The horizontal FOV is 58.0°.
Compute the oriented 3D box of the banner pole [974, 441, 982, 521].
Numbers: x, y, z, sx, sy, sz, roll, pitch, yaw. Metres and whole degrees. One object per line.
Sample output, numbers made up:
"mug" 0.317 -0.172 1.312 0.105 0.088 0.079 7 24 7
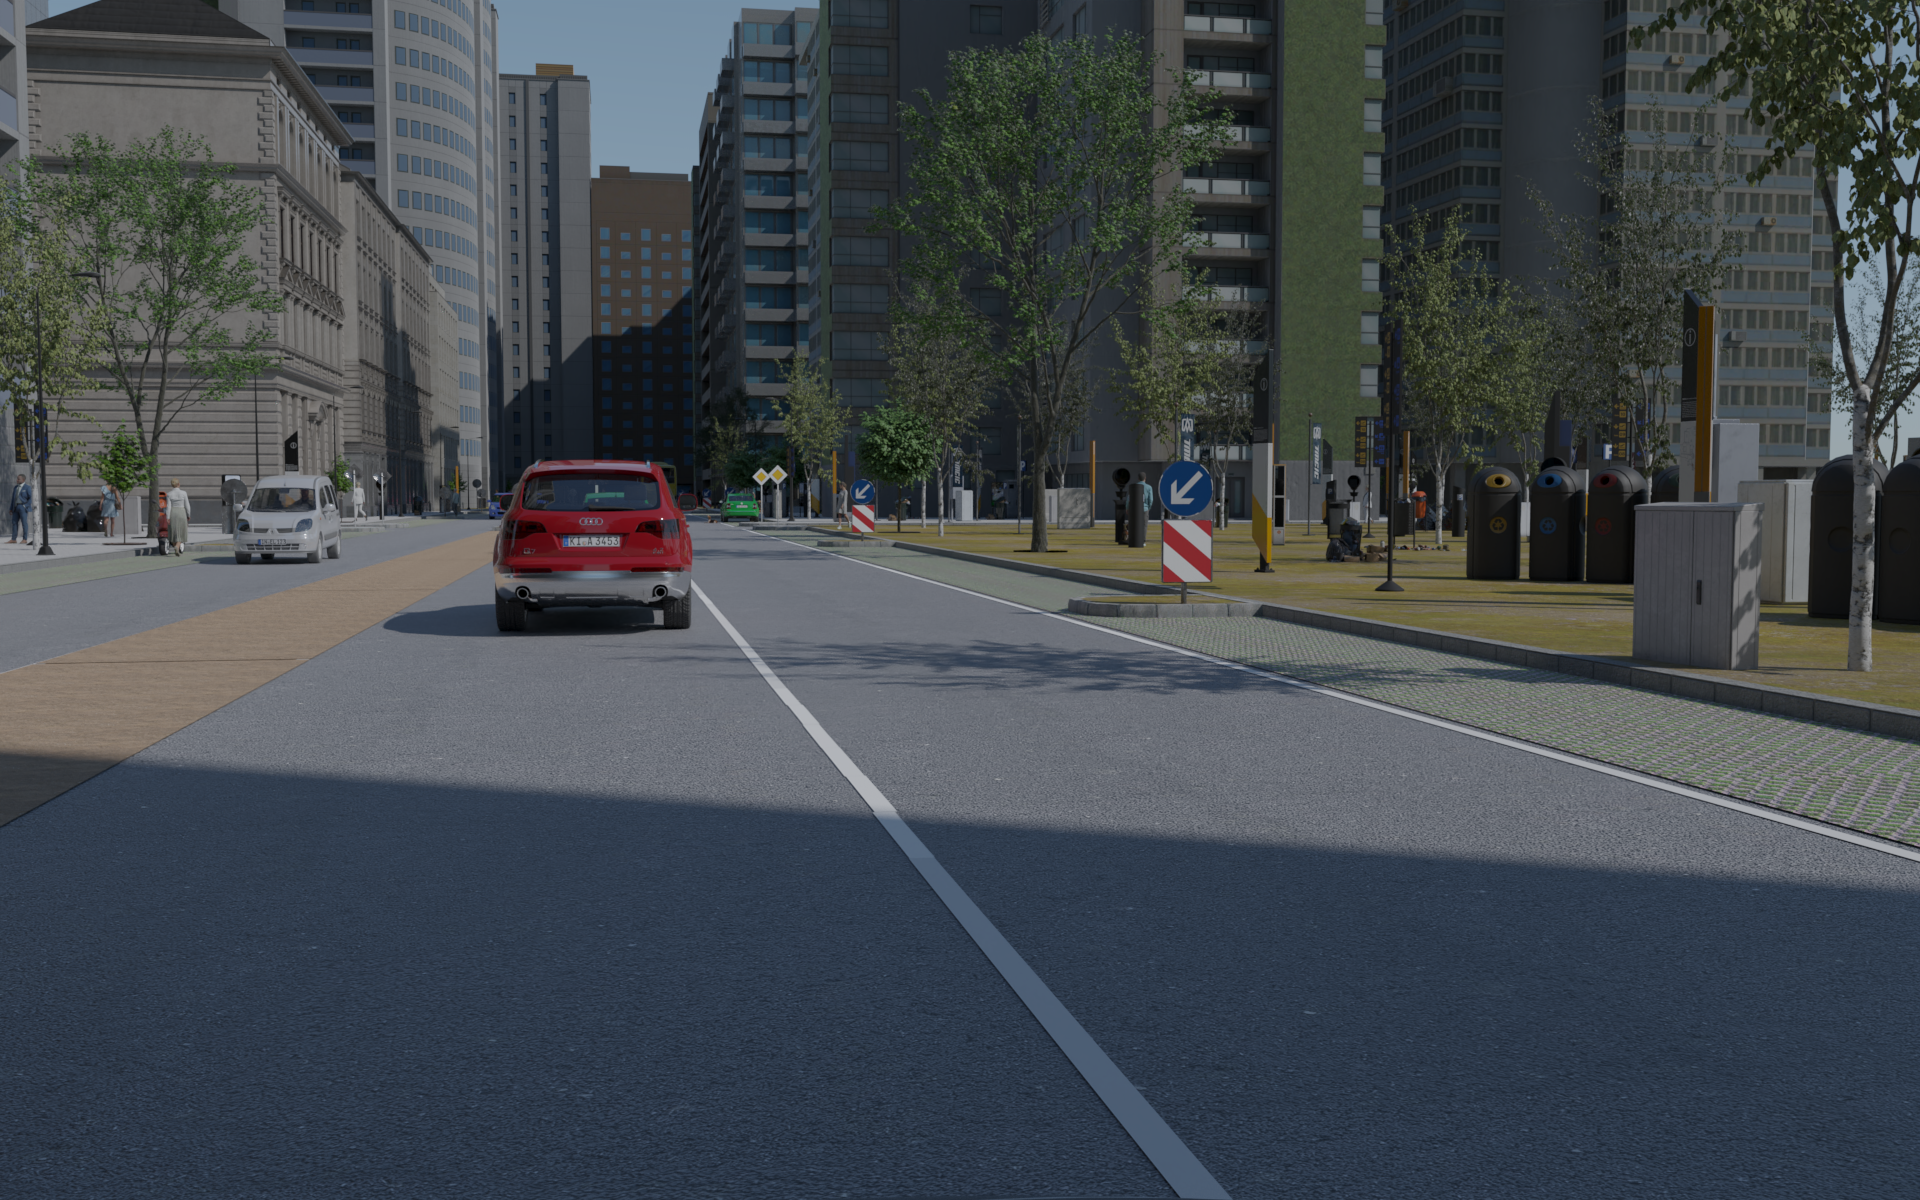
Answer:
"banner pole" 0.894 -5.609 81.716 0.401 3.779 0.863 -1 4 -22

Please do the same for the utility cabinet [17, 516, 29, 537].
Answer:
"utility cabinet" -28.588 -2.543 52.736 0.306 1.237 1.020 -1 4 -23

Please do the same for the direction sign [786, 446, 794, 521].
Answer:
"direction sign" -8.003 -5.490 81.755 0.379 3.537 0.876 -2 4 -28

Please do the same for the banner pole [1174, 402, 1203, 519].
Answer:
"banner pole" 6.098 -3.513 47.461 0.863 3.779 0.401 -2 4 -30

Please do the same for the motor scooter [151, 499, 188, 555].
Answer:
"motor scooter" -18.619 -1.721 40.912 0.815 1.314 1.986 -1 4 -11

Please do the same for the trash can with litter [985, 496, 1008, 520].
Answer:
"trash can with litter" 1.815 -4.558 85.910 1.055 1.170 0.624 -2 4 -30

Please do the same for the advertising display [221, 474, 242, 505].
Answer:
"advertising display" -23.789 -3.142 56.590 0.123 1.923 0.974 0 4 7

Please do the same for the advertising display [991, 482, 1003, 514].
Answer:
"advertising display" 2.074 -5.259 91.202 0.974 1.923 0.123 3 4 36

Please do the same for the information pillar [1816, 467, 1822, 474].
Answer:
"information pillar" 50.198 -6.718 101.190 0.504 3.616 0.183 1 4 14

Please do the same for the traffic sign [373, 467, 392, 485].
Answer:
"traffic sign" -24.713 -4.395 74.054 0.795 2.593 0.064 -1 4 -11

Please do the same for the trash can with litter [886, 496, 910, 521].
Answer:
"trash can with litter" -2.951 -4.352 82.537 1.055 1.170 0.624 -3 4 -38

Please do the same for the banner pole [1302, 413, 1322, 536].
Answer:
"banner pole" 10.946 -3.888 53.592 0.401 3.779 0.863 3 5 45

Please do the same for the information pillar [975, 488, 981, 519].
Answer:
"information pillar" 0.960 -6.066 90.539 0.183 3.616 0.504 1 4 19

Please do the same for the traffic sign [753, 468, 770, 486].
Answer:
"traffic sign" -8.822 -4.586 77.170 0.795 2.593 0.064 -1 4 -11

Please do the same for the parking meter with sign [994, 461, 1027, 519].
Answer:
"parking meter with sign" 2.595 -5.718 89.745 1.738 3.016 0.543 -2 4 -32

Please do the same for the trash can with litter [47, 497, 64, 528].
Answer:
"trash can with litter" -33.610 -3.249 64.500 0.624 1.170 1.055 0 4 4

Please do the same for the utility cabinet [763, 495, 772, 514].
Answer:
"utility cabinet" -11.884 -5.986 109.026 1.020 1.237 0.306 1 4 12

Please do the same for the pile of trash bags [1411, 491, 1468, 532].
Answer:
"pile of trash bags" 16.685 -3.102 60.466 1.912 1.369 3.447 3 5 41

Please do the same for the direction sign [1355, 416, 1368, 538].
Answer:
"direction sign" 11.966 -3.584 50.591 0.876 3.537 0.379 0 4 5

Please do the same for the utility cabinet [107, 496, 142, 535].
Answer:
"utility cabinet" -26.583 -2.682 55.014 1.020 1.237 0.306 0 4 -4

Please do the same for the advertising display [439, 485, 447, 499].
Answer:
"advertising display" -37.513 -7.371 125.724 0.123 1.923 0.974 0 4 7

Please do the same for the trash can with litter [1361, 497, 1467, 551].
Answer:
"trash can with litter" 10.452 -1.741 39.525 2.233 1.210 1.678 3 5 41

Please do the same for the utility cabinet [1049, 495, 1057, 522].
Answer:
"utility cabinet" 4.615 -4.188 79.633 1.020 1.237 0.306 -1 4 -18

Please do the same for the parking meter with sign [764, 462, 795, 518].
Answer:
"parking meter with sign" -9.808 -5.969 93.862 1.738 3.016 0.543 2 4 26

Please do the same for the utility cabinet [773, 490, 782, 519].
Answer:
"utility cabinet" -9.449 -4.961 89.787 0.318 1.500 1.173 -1 4 -12

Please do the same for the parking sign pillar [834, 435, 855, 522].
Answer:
"parking sign pillar" -5.083 -5.563 79.430 1.447 3.967 1.447 0 4 -6

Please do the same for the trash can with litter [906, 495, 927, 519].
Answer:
"trash can with litter" -2.386 -4.802 89.562 1.678 1.210 2.233 3 5 40

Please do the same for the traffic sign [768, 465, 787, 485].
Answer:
"traffic sign" -7.270 -4.107 69.336 0.795 2.593 0.064 -1 4 -11

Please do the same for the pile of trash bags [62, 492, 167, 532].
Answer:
"pile of trash bags" -28.737 -3.032 59.326 1.912 1.369 3.447 2 4 32

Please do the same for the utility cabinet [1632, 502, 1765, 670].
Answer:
"utility cabinet" 5.546 -0.117 13.080 0.306 1.237 1.020 -1 4 -20

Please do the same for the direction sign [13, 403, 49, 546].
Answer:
"direction sign" -23.151 -3.134 43.232 0.876 3.537 0.379 0 4 6

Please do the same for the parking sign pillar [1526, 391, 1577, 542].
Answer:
"parking sign pillar" 15.798 -3.511 45.877 1.447 3.967 1.447 0 4 8

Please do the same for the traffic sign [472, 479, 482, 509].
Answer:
"traffic sign" -40.693 -8.918 145.921 0.768 2.556 0.104 0 4 -8

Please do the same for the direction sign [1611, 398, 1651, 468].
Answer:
"direction sign" 15.840 -2.993 40.933 0.876 3.537 0.379 0 4 4

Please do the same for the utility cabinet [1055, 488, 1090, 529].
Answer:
"utility cabinet" 4.156 -3.338 63.256 1.173 1.500 0.318 -1 4 -13

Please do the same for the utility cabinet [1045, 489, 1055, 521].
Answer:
"utility cabinet" 4.135 -4.479 81.911 1.173 1.500 0.318 -1 4 -20

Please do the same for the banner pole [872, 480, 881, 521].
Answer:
"banner pole" -4.095 -5.704 83.273 0.401 3.779 0.863 -2 4 -24

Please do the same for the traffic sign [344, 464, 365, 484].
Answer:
"traffic sign" -23.161 -3.916 66.220 0.795 2.593 0.064 -1 4 -11

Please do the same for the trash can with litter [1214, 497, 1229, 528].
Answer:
"trash can with litter" 9.919 -3.352 66.200 0.624 1.170 1.055 0 4 -3

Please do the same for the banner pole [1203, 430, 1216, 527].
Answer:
"banner pole" 9.671 -4.731 67.370 0.863 3.779 0.401 2 4 30

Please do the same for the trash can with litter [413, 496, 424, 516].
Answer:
"trash can with litter" -32.440 -5.650 103.766 0.624 1.170 1.055 -1 4 -15

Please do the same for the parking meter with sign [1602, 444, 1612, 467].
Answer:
"parking meter with sign" 22.753 -3.866 59.468 0.543 3.016 1.738 -1 4 -11

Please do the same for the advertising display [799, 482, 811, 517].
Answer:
"advertising display" -8.436 -5.551 95.966 0.974 1.923 0.123 0 4 1

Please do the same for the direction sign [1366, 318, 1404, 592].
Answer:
"direction sign" 5.686 -1.885 22.814 0.379 3.537 0.876 0 4 0

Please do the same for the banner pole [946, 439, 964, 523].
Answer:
"banner pole" -0.270 -5.391 78.153 0.863 3.779 0.401 0 4 -3

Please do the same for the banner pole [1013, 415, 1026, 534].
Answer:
"banner pole" 1.874 -3.999 55.395 0.401 3.779 0.863 0 4 -5

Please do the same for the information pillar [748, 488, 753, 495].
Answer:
"information pillar" -15.021 -8.122 124.146 0.183 3.616 0.504 3 4 37
